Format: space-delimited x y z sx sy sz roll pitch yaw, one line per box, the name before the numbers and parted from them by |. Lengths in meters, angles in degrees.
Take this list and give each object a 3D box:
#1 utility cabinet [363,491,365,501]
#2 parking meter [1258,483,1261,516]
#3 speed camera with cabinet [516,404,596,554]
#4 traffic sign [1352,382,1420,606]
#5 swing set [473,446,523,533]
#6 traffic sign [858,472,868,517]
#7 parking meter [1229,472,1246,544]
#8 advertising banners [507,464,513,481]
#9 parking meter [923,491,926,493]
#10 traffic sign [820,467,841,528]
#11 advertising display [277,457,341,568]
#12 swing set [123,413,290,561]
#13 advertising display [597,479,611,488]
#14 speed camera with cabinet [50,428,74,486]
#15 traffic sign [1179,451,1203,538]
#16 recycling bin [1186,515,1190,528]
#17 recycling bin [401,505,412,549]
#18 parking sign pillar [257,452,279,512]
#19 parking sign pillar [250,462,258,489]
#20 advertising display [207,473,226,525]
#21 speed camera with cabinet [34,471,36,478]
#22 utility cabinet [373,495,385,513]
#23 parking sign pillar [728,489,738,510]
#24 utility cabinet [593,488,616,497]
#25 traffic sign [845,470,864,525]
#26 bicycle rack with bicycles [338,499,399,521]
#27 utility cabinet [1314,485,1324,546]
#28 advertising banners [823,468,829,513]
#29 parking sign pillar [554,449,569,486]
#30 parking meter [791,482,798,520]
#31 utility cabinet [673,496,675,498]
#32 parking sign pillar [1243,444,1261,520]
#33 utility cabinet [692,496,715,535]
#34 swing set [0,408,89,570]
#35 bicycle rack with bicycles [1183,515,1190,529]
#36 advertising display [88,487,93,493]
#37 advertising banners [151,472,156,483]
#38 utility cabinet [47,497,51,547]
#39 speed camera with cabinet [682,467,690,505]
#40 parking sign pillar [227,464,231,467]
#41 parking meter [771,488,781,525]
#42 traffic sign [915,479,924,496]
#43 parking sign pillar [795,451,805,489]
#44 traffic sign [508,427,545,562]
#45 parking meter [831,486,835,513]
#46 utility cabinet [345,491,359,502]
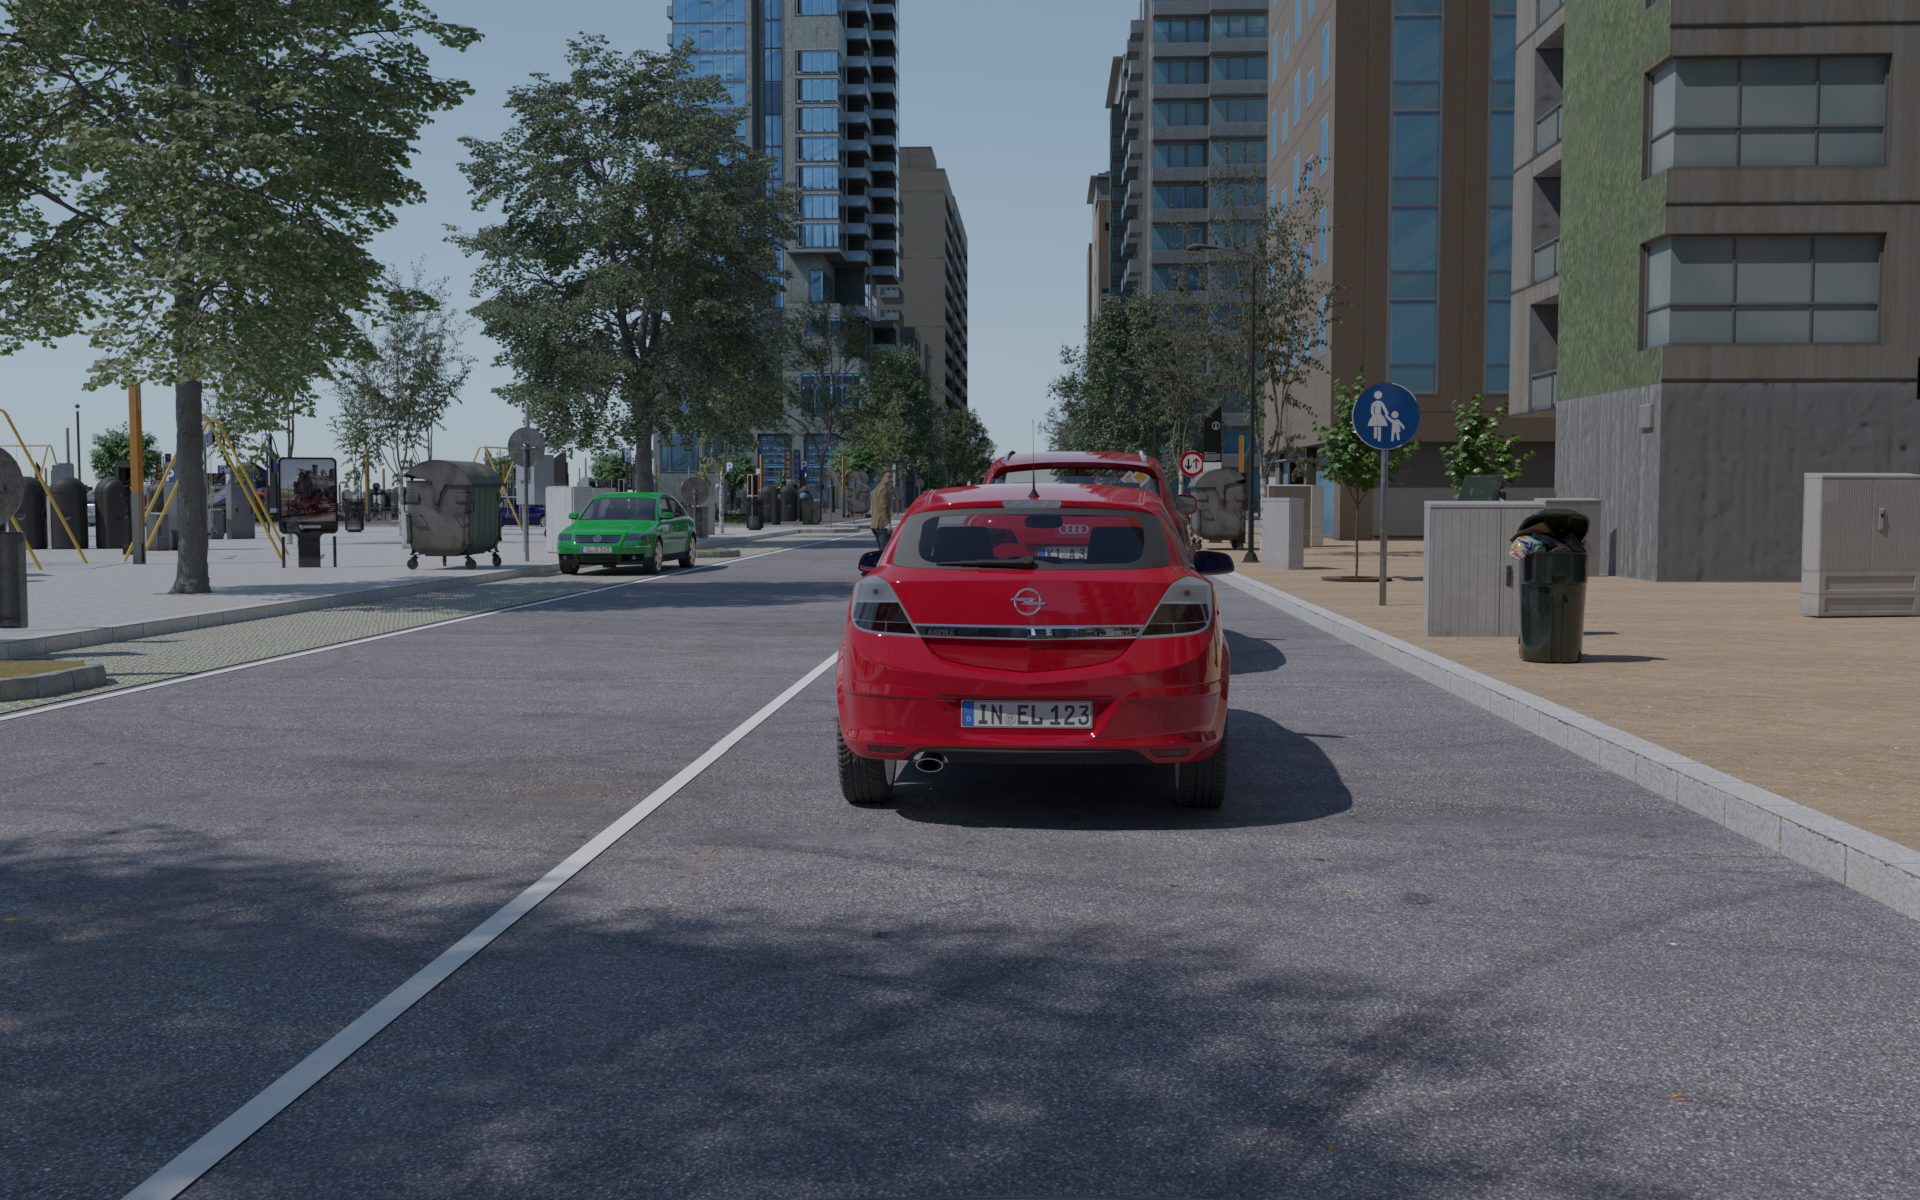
utility cabinet | -47.400 -7.920 138.174 0.318 1.500 1.173 -1 4 -13
parking meter | 15.649 -5.140 89.745 0.399 1.863 0.255 1 4 16
speed camera with cabinet | -8.822 -2.651 37.675 2.038 3.252 0.660 3 5 40
traffic sign | 4.866 -1.208 19.858 0.768 2.556 0.104 0 4 6
swing set | -15.240 -3.689 57.937 2.862 2.851 3.119 1 4 11
traffic sign | -5.589 -6.021 98.554 0.768 2.556 0.104 1 4 10
parking meter | 7.179 -2.391 44.807 0.399 1.863 0.255 -2 4 -30
advertising banners | -25.937 -6.451 101.661 0.090 3.025 2.074 1 4 20
parking meter | -3.011 -8.542 148.066 0.372 1.533 0.369 0 3 0
traffic sign | -4.818 -3.731 64.638 0.795 2.450 0.064 0 4 3
advertising display | -11.376 -1.530 30.230 0.974 1.923 0.123 -2 4 -29
swing set | -15.081 -2.273 34.788 2.862 2.851 3.119 -1 4 -19
advertising display | -15.588 -4.323 75.896 0.123 1.923 0.974 1 4 19
speed camera with cabinet | -27.084 -3.541 52.236 0.660 3.252 2.038 -2 4 -27
traffic sign | 6.829 -3.111 50.965 0.768 2.556 0.104 0 4 8
recycling bin | 8.339 -3.176 64.481 0.722 1.027 0.722 1 4 18
recycling bin | -12.666 -1.729 40.826 0.722 1.027 0.722 1 4 14
parking sign pillar | -39.723 -6.886 101.057 1.447 3.967 1.447 1 4 13
parking sign pillar | -55.636 -9.123 137.627 1.447 3.967 1.447 -2 4 -27
advertising display | -22.705 -2.918 52.930 0.123 1.923 0.974 3 5 43
speed camera with cabinet | -63.892 -7.629 119.066 0.660 3.252 2.038 -3 4 -39
utility cabinet | -40.490 -6.701 120.716 1.020 1.237 0.306 3 5 42
parking sign pillar | -18.949 -9.428 142.615 1.447 3.967 1.447 1 4 11
utility cabinet | -13.226 -3.380 63.938 0.318 1.500 1.173 2 4 31
traffic sign | -4.429 -4.218 72.614 0.795 2.450 0.064 0 4 3
bicycle rack with bicycles | -28.722 -4.338 84.309 2.925 0.926 2.852 0 4 -1
utility cabinet | 8.574 -2.060 42.354 0.318 1.500 1.173 0 4 -6
advertising banners | -8.918 -7.297 115.497 0.090 3.025 2.074 -1 4 -15
parking sign pillar | -24.323 -7.112 104.755 1.447 3.967 1.447 1 4 17
parking meter | -8.162 -4.874 85.397 0.255 1.863 0.399 -2 4 -25
utility cabinet | -10.588 -3.164 62.890 0.306 1.237 1.020 0 4 3
parking sign pillar | 14.121 -5.932 85.459 1.447 3.967 1.447 2 4 25
utility cabinet | -8.096 -2.660 54.649 0.306 1.237 1.020 1 4 20
swing set | -17.200 -1.999 30.312 2.862 2.851 3.119 -1 4 -13
bicycle rack with bicycles | 8.097 -2.902 60.831 2.925 0.926 2.852 0 4 2
advertising display | -75.252 -8.812 149.290 0.974 1.923 0.123 -1 4 -13
advertising banners | -64.243 -8.574 136.371 2.074 3.025 0.090 0 4 -3
utility cabinet | -22.156 -1.890 42.061 1.020 1.237 0.306 2 4 26
speed camera with cabinet | -19.597 -8.104 126.831 0.660 3.252 2.038 2 4 25
parking sign pillar | -60.929 -9.607 145.547 1.447 3.967 1.447 -3 4 -36
parking meter | -7.639 -3.885 71.928 0.372 1.533 0.369 0 3 0
traffic sign | -3.357 -8.796 143.918 0.768 2.556 0.104 0 4 5
parking sign pillar | -10.140 -7.380 109.130 1.447 3.967 1.447 -1 4 -19
traffic sign | -8.232 -2.003 32.862 0.768 2.556 0.104 1 4 12
parking meter | -8.772 -6.960 119.500 0.255 1.863 0.399 -1 4 -16
utility cabinet | -51.323 -8.417 146.299 1.173 1.500 0.318 -1 4 -14
